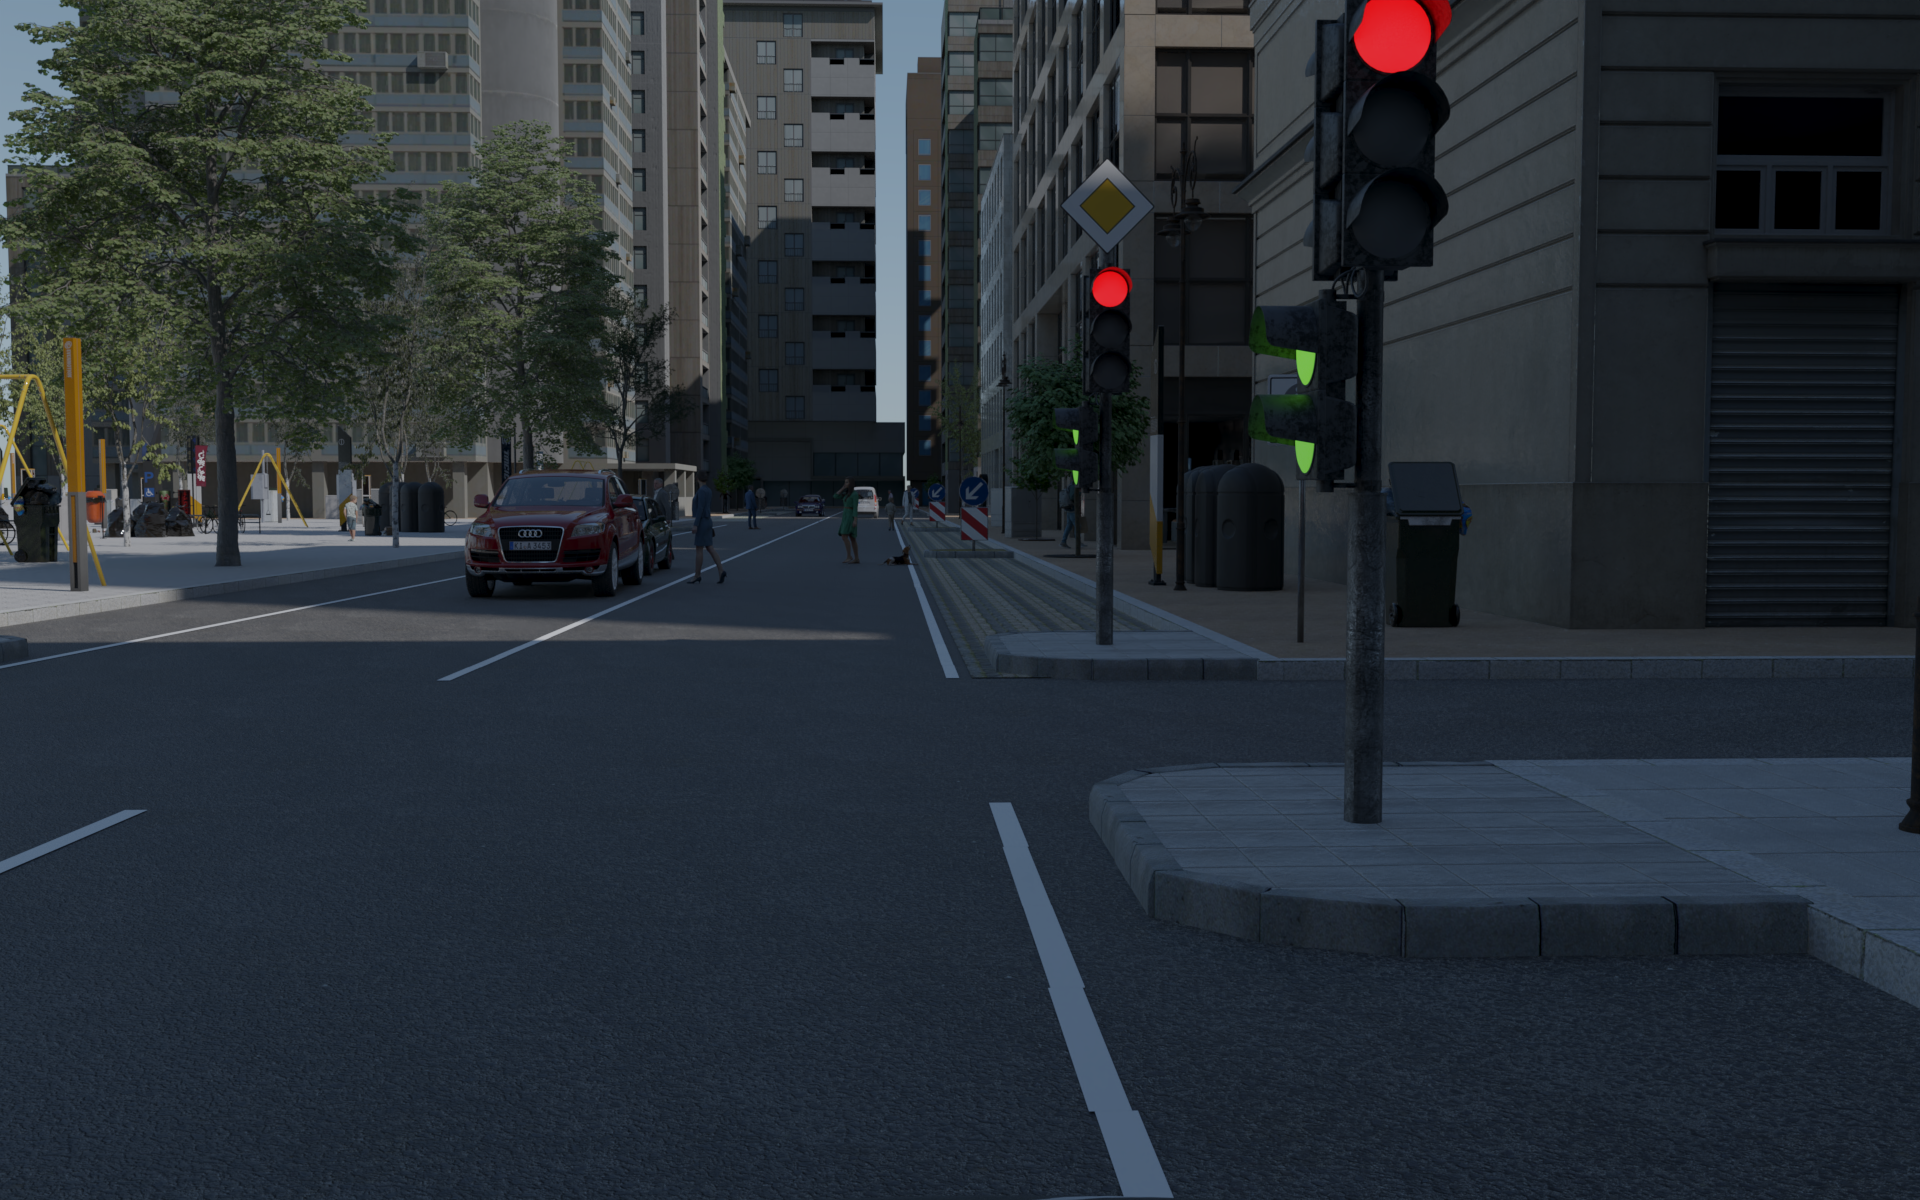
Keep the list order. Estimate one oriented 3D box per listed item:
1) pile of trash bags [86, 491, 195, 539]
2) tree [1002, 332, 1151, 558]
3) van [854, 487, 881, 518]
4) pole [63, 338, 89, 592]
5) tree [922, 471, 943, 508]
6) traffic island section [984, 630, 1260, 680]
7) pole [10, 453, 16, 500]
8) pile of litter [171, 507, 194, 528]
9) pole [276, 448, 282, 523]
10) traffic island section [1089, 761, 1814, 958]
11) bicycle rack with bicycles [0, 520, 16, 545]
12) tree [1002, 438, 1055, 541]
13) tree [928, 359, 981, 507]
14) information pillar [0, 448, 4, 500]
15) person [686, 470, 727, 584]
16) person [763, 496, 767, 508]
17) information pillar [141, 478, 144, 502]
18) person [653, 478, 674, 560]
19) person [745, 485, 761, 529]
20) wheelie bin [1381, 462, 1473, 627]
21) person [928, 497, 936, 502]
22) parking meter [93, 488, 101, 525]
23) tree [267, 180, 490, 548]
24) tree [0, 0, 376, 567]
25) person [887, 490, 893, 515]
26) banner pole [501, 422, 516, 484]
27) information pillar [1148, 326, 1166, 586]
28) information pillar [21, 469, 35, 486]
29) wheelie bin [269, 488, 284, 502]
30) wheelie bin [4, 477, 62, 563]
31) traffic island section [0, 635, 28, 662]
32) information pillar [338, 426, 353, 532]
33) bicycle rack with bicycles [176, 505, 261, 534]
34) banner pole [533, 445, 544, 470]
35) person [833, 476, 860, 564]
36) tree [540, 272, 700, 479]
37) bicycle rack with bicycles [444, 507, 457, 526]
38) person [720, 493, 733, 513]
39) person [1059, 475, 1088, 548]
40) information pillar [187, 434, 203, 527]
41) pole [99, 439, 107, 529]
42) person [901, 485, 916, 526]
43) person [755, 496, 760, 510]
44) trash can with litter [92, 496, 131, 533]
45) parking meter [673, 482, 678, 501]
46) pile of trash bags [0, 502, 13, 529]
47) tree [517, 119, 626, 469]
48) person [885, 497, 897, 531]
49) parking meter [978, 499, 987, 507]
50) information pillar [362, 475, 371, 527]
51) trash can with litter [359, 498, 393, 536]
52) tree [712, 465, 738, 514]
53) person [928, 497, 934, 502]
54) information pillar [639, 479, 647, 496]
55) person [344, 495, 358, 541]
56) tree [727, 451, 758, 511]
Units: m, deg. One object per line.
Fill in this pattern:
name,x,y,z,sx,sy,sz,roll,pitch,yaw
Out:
pile of trash bags,-24.388,-2.525,51.034,1.912,1.369,3.447,1,4,17
tree,2.430,-3.155,35.296,4.285,4.588,4.351,0,3,0
van,-5.715,-5.903,103.530,2.013,2.044,4.112,0,4,-2
pole,-11.611,-1.767,22.741,0.158,3.312,0.155,0,3,0
tree,-2.237,-9.250,145.845,1.663,3.219,1.824,0,3,0
traffic island section,1.254,0.459,14.783,2.009,0.180,2.903,0,4,-3
pole,-46.938,-5.628,85.855,0.158,3.312,0.155,0,3,0
pile of litter,-29.338,-3.102,64.684,1.719,0.858,1.176,0,4,6
pole,-30.075,-5.055,76.488,0.158,3.312,0.155,0,3,0
traffic island section,1.605,0.946,6.806,2.009,0.180,2.903,0,4,-3
bicycle rack with bicycles,-25.054,-1.856,43.734,2.925,0.926,2.852,1,4,13
tree,2.094,-3.250,47.735,1.663,3.219,1.824,0,3,0
tree,0.432,-8.836,94.839,4.737,8.622,4.395,0,3,0
information pillar,-43.122,-5.287,77.789,0.504,3.616,0.183,3,4,36
person,-4.059,-1.170,27.647,0.654,1.822,0.581,2,4,27
person,-18.437,-9.346,162.035,0.799,1.438,0.628,-1,4,-9
information pillar,-36.959,-4.531,78.575,0.304,2.012,0.304,-1,4,-20
person,-6.562,-1.751,37.534,0.834,1.777,0.661,-3,5,-39
person,-8.474,-3.778,70.458,0.721,1.800,0.419,3,5,41
wheelie bin,4.447,-0.547,16.851,0.980,1.594,0.693,0,4,-1
person,-1.848,-7.850,134.325,1.348,1.831,0.705,-3,4,-36
parking meter,-35.953,-3.907,72.284,0.372,1.533,0.369,0,3,0
tree,-13.479,-5.570,41.430,4.360,8.622,3.978,0,3,0
tree,-13.435,-6.886,30.713,7.486,12.596,7.792,0,3,0
person,-4.828,-6.709,119.136,0.436,1.711,0.756,0,4,-3
banner pole,-15.637,-4.293,60.215,0.401,3.779,0.863,2,4,34
information pillar,2.774,-2.021,24.403,0.183,3.616,0.504,0,4,-6
information pillar,-27.155,-2.814,50.504,0.304,2.012,0.304,-1,4,-14
wheelie bin,-34.832,-4.895,87.936,0.980,1.594,0.693,-1,4,-17
wheelie bin,-17.378,-1.514,32.659,0.693,1.594,0.980,0,4,1
traffic island section,-9.177,0.486,14.331,2.009,0.180,2.903,0,4,-3
information pillar,-21.000,-4.147,59.152,0.504,3.616,0.183,1,4,12
bicycle rack with bicycles,-24.062,-2.622,56.248,2.925,0.926,2.852,3,5,45
banner pole,-21.680,-6.050,88.927,0.401,3.779,0.863,2,4,35
person,-2.240,-1.640,35.569,0.529,1.795,0.600,-3,5,-42
tree,-14.739,-8.519,73.696,8.767,10.594,7.601,3,4,38
bicycle rack with bicycles,-21.786,-3.452,69.822,2.925,0.926,2.852,-1,4,-21
person,-15.974,-6.810,118.217,0.721,1.723,1.217,3,4,38
person,2.671,-2.107,40.485,0.713,1.824,0.794,1,4,14
information pillar,-29.999,-4.681,67.883,0.504,3.616,0.183,-1,4,-8
pole,-31.878,-4.317,64.425,0.158,3.312,0.155,0,3,0
person,-2.335,-4.256,77.958,0.514,1.842,0.818,-3,5,-40
person,-16.712,-8.311,142.755,0.721,1.723,1.217,-1,4,-22
trash can with litter,-28.378,-2.862,57.853,1.678,1.210,2.233,2,4,28
parking meter,-14.207,-4.940,86.472,0.255,1.863,0.399,0,4,-4
pile of trash bags,-36.099,-3.238,62.701,1.912,1.369,3.447,0,4,4
tree,-13.585,-8.248,52.978,7.486,12.596,7.792,0,3,0
person,-2.711,-3.364,67.778,0.475,1.303,0.640,0,4,1
parking meter,0.964,-4.061,74.801,0.372,1.533,0.369,0,3,0
information pillar,-23.178,-3.863,67.659,0.304,2.012,0.304,-1,4,-11
trash can with litter,-17.886,-2.564,53.309,1.055,1.170,0.624,-3,5,-43
tree,-15.379,-7.260,113.295,1.663,3.219,1.824,0,3,0
person,-2.223,-8.084,138.235,0.705,1.821,1.348,-2,4,-24
information pillar,-15.326,-4.842,83.663,0.304,2.012,0.304,-2,4,-28
person,-16.519,-2.218,46.986,0.332,1.250,0.352,1,4,20
tree,-16.951,-9.011,131.046,4.285,4.588,4.351,0,3,0
